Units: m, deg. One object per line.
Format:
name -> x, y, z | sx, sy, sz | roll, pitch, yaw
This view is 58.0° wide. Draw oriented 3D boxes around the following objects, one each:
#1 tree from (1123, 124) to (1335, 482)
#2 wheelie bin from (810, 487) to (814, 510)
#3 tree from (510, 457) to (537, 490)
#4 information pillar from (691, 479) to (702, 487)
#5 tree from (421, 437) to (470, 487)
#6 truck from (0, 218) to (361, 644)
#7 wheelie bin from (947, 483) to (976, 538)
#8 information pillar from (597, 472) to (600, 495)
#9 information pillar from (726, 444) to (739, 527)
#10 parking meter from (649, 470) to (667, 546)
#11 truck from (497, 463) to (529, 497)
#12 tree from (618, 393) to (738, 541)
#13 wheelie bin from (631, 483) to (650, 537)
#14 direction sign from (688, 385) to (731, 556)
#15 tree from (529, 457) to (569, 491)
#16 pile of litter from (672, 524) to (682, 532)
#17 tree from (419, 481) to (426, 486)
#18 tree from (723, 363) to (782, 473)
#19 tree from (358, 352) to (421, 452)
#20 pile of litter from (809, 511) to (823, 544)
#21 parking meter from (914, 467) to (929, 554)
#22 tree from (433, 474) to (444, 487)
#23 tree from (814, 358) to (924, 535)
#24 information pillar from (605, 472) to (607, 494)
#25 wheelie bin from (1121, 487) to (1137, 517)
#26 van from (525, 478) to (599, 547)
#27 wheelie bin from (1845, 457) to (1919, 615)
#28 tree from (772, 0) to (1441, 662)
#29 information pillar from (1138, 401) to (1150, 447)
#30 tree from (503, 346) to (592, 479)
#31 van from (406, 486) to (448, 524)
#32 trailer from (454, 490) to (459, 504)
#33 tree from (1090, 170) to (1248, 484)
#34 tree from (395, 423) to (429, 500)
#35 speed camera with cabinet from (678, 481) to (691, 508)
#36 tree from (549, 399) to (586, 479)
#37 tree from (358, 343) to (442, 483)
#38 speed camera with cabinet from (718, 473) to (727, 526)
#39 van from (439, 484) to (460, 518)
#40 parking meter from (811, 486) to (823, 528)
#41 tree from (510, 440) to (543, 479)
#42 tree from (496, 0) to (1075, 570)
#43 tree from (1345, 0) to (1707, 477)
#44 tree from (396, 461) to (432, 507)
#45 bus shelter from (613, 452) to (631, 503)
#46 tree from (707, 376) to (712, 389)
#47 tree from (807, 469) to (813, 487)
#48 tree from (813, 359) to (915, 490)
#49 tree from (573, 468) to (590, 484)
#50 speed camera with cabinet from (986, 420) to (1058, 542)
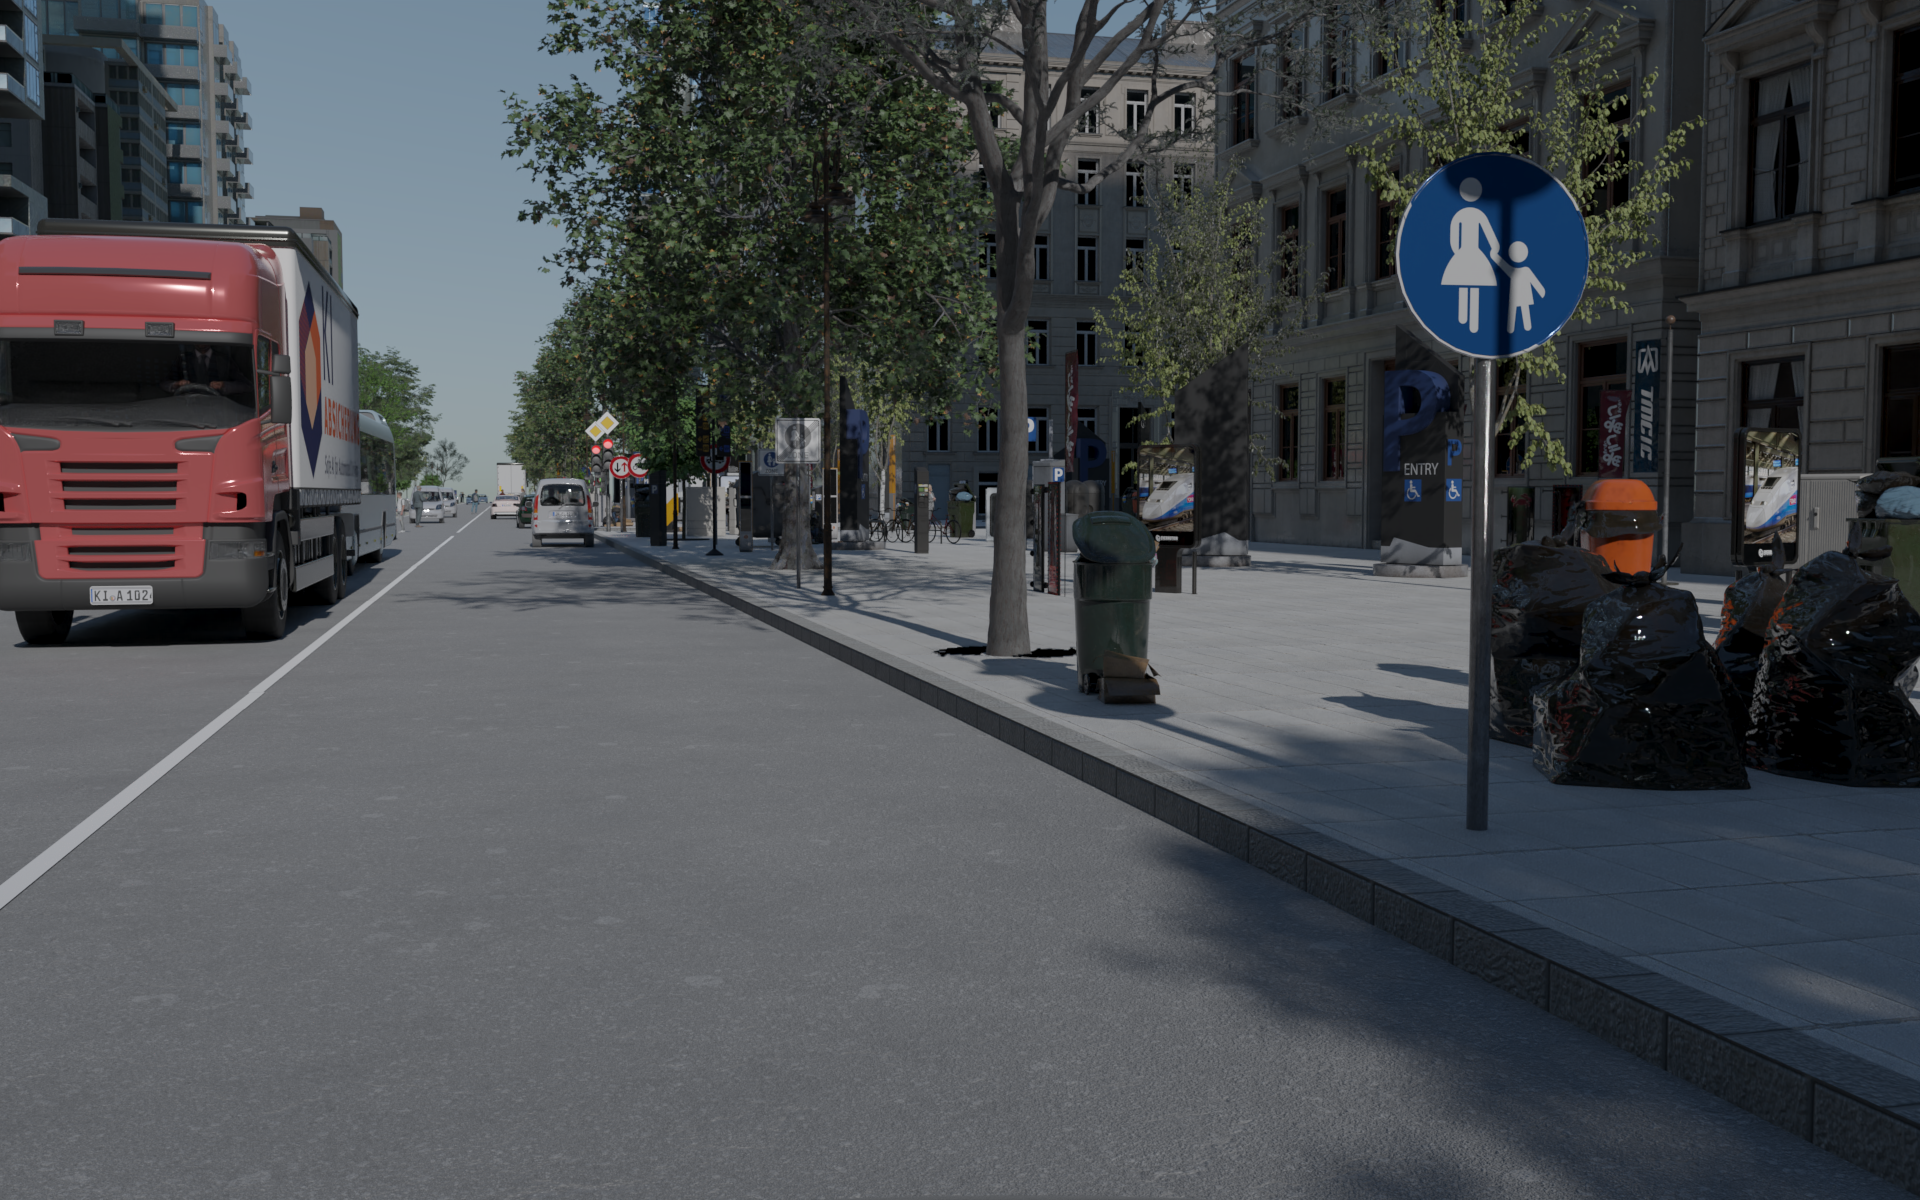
tree -> 5.062, -5.157, 34.683 | 4.360, 8.622, 3.978 | 0, 3, 0
wheelie bin -> -6.431, -4.164, 75.996 | 0.693, 1.594, 0.980 | -1, 4, -9
tree -> -69.525, -21.867, 283.286 | 9.928, 11.665, 9.643 | 0, 3, 0
information pillar -> -19.479, -8.339, 127.702 | 0.504, 3.616, 0.183 | 3, 5, 43
tree -> -84.668, -21.334, 283.217 | 8.767, 10.594, 7.601 | -2, 4, -30
truck -> -8.713, -1.909, 20.121 | 2.839, 4.237, 11.283 | -1, 4, -15
wheelie bin -> 0.041, -2.634, 50.970 | 0.693, 1.594, 0.980 | -3, 4, -38
information pillar -> -24.722, -7.766, 118.321 | 0.504, 3.616, 0.183 | 0, 4, 6
information pillar -> -8.921, -4.684, 67.932 | 0.504, 3.616, 0.183 | -2, 4, -33
parking meter -> -7.450, -2.264, 42.719 | 0.399, 1.863, 0.255 | 2, 4, 35
truck -> -41.280, -10.446, 159.697 | 2.839, 4.237, 11.283 | -1, 4, -13
tree -> -7.773, -3.940, 48.126 | 4.285, 4.588, 4.351 | 0, 3, 0
wheelie bin -> -9.326, -2.670, 51.555 | 0.980, 1.594, 0.693 | 0, 4, -3
direction sign -> -5.130, -2.696, 36.083 | 0.876, 3.537, 0.379 | -3, 5, -45
tree -> -58.679, -17.947, 243.789 | 4.737, 8.622, 4.395 | 0, 3, 0
pile of litter -> -9.863, -2.748, 58.888 | 1.176, 0.858, 1.719 | -1, 4, -20
tree -> -71.866, -14.469, 231.174 | 1.663, 3.219, 1.824 | 0, 3, 0
tree -> -8.494, -7.886, 79.292 | 4.737, 8.622, 4.395 | 0, 3, 0
tree -> -44.184, -12.395, 128.419 | 9.928, 11.665, 9.643 | 0, 3, 0
pile of litter -> -4.041, -1.866, 44.476 | 1.176, 0.858, 1.719 | 2, 4, 25
parking meter -> -0.830, -1.934, 37.331 | 0.255, 1.863, 0.399 | -1, 4, -14
tree -> -74.962, -16.020, 245.635 | 4.285, 4.588, 4.351 | 0, 3, 0
tree -> -2.450, -6.379, 54.653 | 4.737, 8.622, 4.395 | 0, 3, 0
information pillar -> -15.423, -5.158, 75.689 | 0.183, 3.616, 0.504 | -1, 4, -19
wheelie bin -> 7.814, -4.371, 79.378 | 0.693, 1.594, 0.980 | 2, 4, 29
van -> -11.000, -2.503, 47.941 | 2.013, 2.044, 4.112 | -1, 4, -13
wheelie bin -> 8.064, -0.425, 14.863 | 0.693, 1.594, 0.980 | 0, 4, -4
tree -> 0.466, -6.296, 13.302 | 12.009, 13.543, 11.850 | 0, 3, 0
information pillar -> 4.654, -3.220, 44.002 | 0.183, 3.616, 0.504 | 2, 4, 35
tree -> -31.020, -13.125, 132.728 | 7.486, 12.596, 7.792 | 0, 3, 0
van -> -26.398, -4.815, 85.736 | 2.013, 2.044, 4.112 | -1, 4, -16
trailer -> -72.322, -14.690, 247.227 | 1.471, 1.999, 3.904 | -1, 4, -16
tree -> 5.284, -5.470, 39.797 | 4.737, 8.622, 4.395 | 0, 3, 0
tree -> -58.437, -14.083, 180.613 | 4.737, 8.622, 4.395 | 0, 3, 0
speed camera with cabinet -> -21.837, -8.640, 135.594 | 0.660, 3.252, 2.038 | 0, 4, 6
tree -> -24.991, -9.833, 111.132 | 4.360, 8.622, 3.978 | 0, 3, 0
tree -> -49.308, -14.712, 147.199 | 9.857, 13.997, 8.962 | 0, 3, 0
speed camera with cabinet -> -9.603, -4.600, 69.553 | 0.660, 3.252, 2.038 | -2, 4, -26
van -> -31.812, -6.086, 106.524 | 2.013, 2.044, 4.112 | -1, 4, -16
parking meter -> -4.195, -2.600, 50.920 | 0.372, 1.533, 0.369 | 0, 3, 0
tree -> -49.660, -16.614, 206.049 | 8.767, 10.594, 7.601 | 0, 4, 0
tree -> -2.876, -6.878, 29.457 | 9.611, 12.733, 9.660 | 0, 3, 0
tree -> 7.089, -4.425, 22.712 | 4.737, 8.622, 4.395 | 0, 3, 0
tree -> -55.261, -11.404, 170.169 | 4.285, 4.588, 4.351 | 0, 3, 0
bus shelter -> -19.262, -6.636, 99.785 | 1.731, 3.624, 6.357 | -1, 4, -15
tree -> -13.681, -9.143, 99.847 | 4.737, 8.622, 4.395 | 0, 3, 0
tree -> -6.517, -8.233, 84.971 | 4.360, 8.622, 3.978 | 0, 3, 0
tree -> -3.459, -7.426, 71.780 | 4.360, 8.622, 3.978 | 0, 3, 0
tree -> -25.373, -7.454, 116.480 | 1.663, 3.219, 1.824 | 0, 3, 0
speed camera with cabinet -> 1.716, -3.177, 46.285 | 2.038, 3.252, 0.660 | 2, 4, 26
